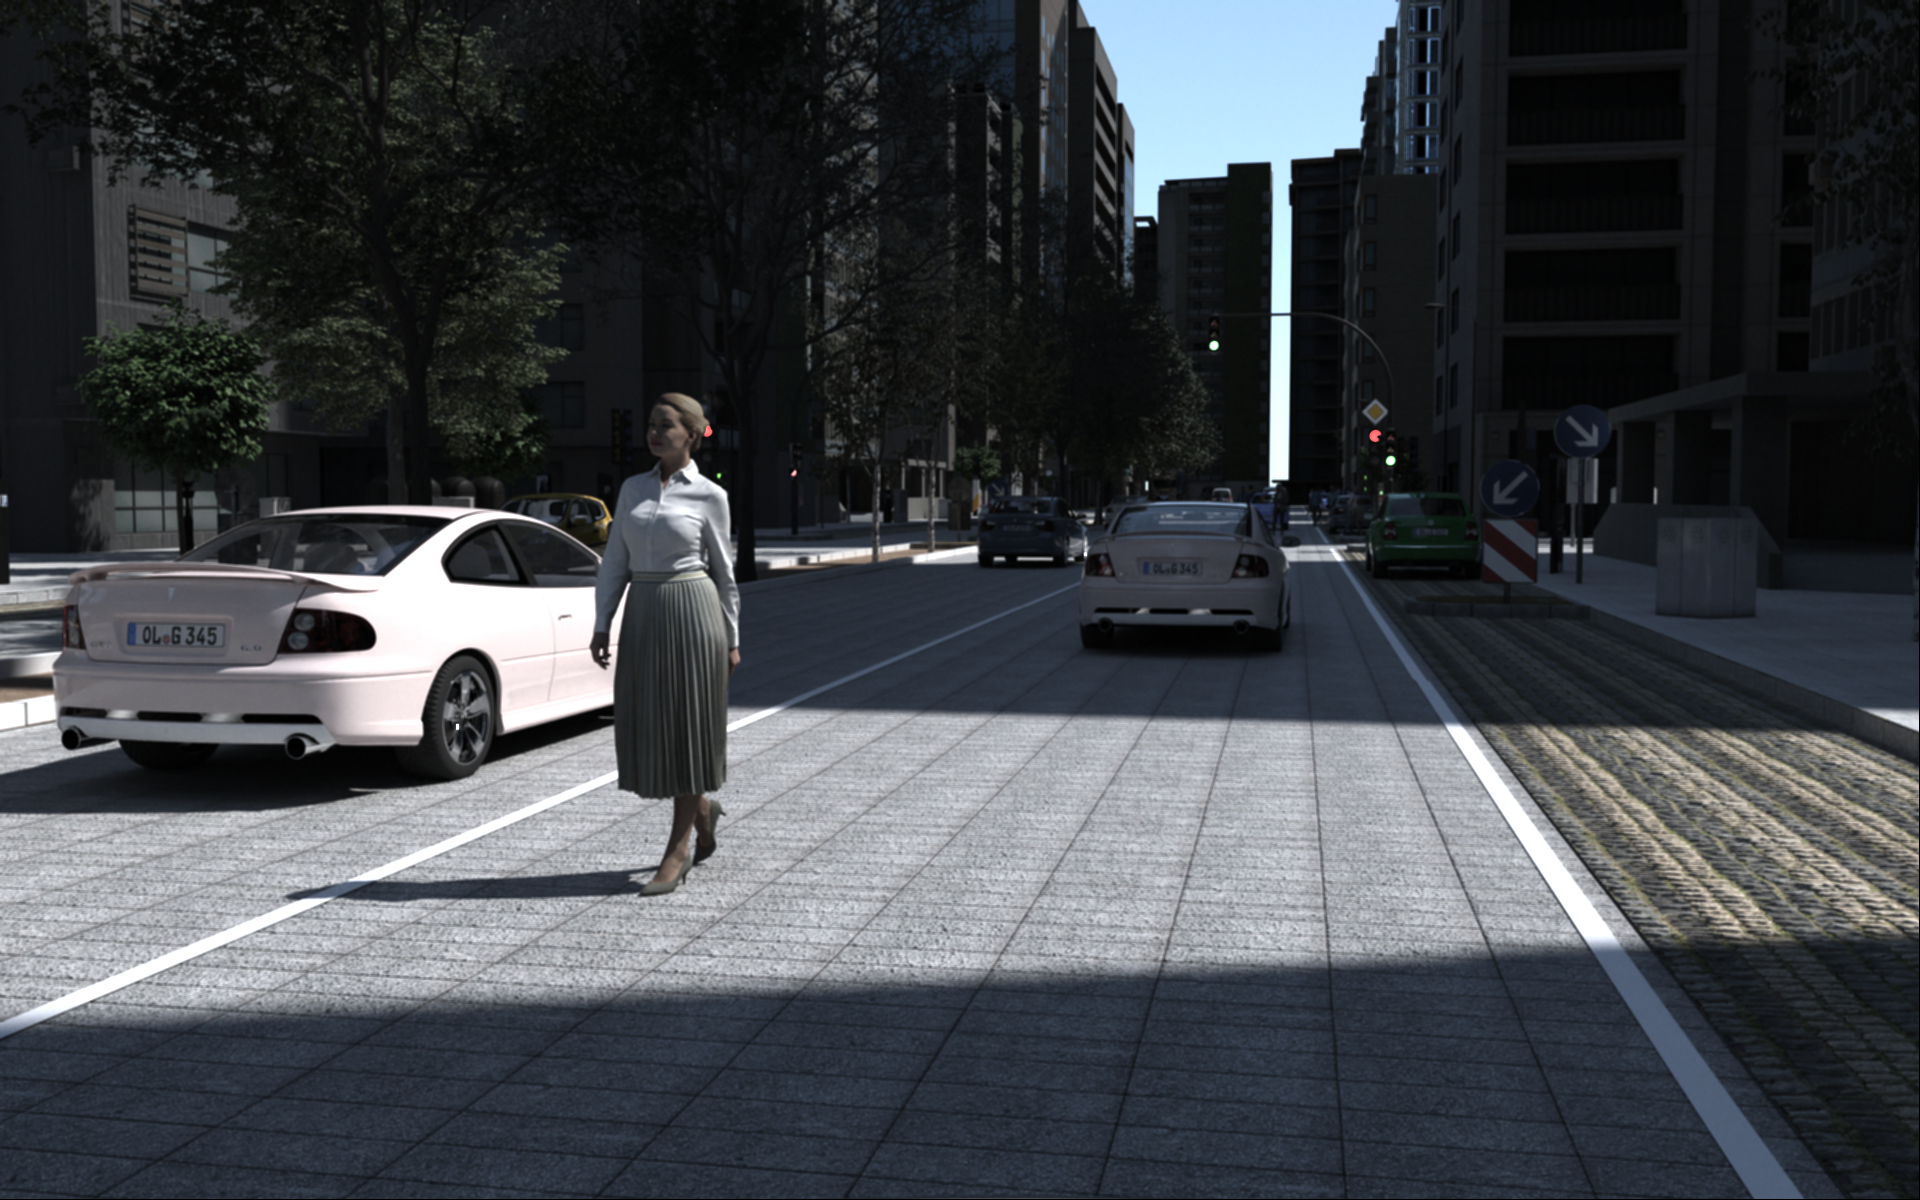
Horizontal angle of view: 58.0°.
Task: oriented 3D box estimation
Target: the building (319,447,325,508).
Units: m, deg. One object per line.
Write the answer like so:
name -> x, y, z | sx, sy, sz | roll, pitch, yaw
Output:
building -> -28.328, -25.393, 65.294 | 14.200, 45.320, 14.600 | 1, 4, 11

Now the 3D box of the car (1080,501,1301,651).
car -> 2.333, -0.302, 17.297 | 2.083, 1.381, 4.827 | 1, 4, 12

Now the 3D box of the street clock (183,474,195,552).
street clock -> -17.226, -2.082, 38.619 | 0.471, 2.002, 0.358 | -3, 5, -41

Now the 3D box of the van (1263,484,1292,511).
van -> 17.971, -5.628, 99.026 | 2.013, 2.044, 4.112 | 1, 4, 9

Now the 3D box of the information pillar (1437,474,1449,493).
information pillar -> 17.433, -3.553, 62.580 | 0.304, 2.012, 0.304 | -1, 4, -13

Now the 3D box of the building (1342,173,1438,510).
building -> 37.968, -15.950, 105.822 | 27.650, 21.520, 28.899 | 1, 4, 11

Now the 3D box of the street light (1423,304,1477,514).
street light -> 12.002, -4.270, 42.360 | 1.470, 5.913, 1.316 | 1, 4, 11

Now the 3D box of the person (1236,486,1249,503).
person -> 12.808, -4.257, 78.445 | 0.601, 1.785, 0.444 | 1, 4, 15

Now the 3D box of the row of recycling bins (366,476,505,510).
row of recycling bins -> -11.911, -1.991, 39.665 | 1.069, 1.692, 3.534 | 3, 4, 36

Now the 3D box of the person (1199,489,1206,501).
person -> 20.010, -8.171, 142.113 | 0.705, 1.823, 1.348 | -2, 4, -32

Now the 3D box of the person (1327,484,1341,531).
person -> 14.324, -3.524, 66.135 | 0.660, 1.820, 0.620 | 2, 4, 30

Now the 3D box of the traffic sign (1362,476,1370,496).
traffic sign -> 22.320, -5.773, 94.497 | 0.768, 2.556, 0.104 | 1, 4, 19

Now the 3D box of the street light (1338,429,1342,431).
street light -> 27.812, -9.292, 124.466 | 1.470, 5.913, 1.316 | 1, 4, 11

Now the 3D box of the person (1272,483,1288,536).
person -> 10.871, -3.068, 58.850 | 0.537, 1.800, 0.526 | 2, 4, 33

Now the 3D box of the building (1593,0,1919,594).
building -> 27.963, -20.421, 25.758 | 32.217, 40.220, 23.993 | 1, 4, 11

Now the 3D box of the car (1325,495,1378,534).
car -> 14.270, -3.110, 62.850 | 2.014, 1.417, 4.499 | 1, 4, 11

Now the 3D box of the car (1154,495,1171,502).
car -> 18.443, -8.838, 157.082 | 1.945, 1.354, 3.894 | 1, 4, 12

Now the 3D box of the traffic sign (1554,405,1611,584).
traffic sign -> 8.884, -1.509, 24.774 | 0.768, 2.556, 0.104 | 1, 4, 19

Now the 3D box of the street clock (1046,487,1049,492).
street clock -> 6.175, -7.178, 121.924 | 0.471, 2.002, 0.358 | -2, 4, -33

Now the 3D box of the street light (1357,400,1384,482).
street light -> 20.288, -6.905, 85.439 | 1.470, 5.913, 1.316 | 1, 4, 11

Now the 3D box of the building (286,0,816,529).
building -> -13.949, -23.186, 62.686 | 14.154, 41.232, 14.086 | 1, 4, 11

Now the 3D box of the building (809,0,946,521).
building -> -17.615, -24.405, 90.905 | 32.217, 40.220, 23.993 | 1, 4, 11

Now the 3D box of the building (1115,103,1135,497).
building -> 11.922, -33.396, 196.128 | 14.200, 45.320, 14.600 | 1, 4, 11

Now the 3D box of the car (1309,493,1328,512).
car -> 28.451, -7.750, 136.302 | 1.945, 1.707, 3.694 | 1, 4, 9

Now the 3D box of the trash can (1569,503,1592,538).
trash can -> 18.262, -2.405, 50.976 | 0.748, 1.137, 0.748 | 0, 3, 0

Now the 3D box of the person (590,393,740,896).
person -> -1.043, 0.141, 6.417 | 0.478, 1.798, 0.641 | 2, 4, 25

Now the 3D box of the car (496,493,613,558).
car -> -7.334, -1.240, 30.495 | 2.015, 1.641, 3.980 | 1, 4, 9

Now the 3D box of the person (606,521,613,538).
person -> -2.880, -0.094, 15.045 | 0.382, 1.210, 0.505 | -3, 5, -44

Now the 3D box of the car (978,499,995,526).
car -> 1.942, -3.569, 70.718 | 2.083, 1.381, 4.827 | 1, 4, 10

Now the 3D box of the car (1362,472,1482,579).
car -> 8.104, -1.326, 30.476 | 1.959, 1.807, 4.718 | 1, 4, 11

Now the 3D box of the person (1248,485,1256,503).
person -> 12.987, -4.182, 76.839 | 0.822, 1.834, 0.622 | 2, 4, 29

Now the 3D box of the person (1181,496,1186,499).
person -> 25.728, -11.770, 200.881 | 1.348, 1.831, 0.705 | -3, 4, -37

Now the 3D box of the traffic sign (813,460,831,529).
traffic sign -> -5.083, -3.898, 63.833 | 0.768, 2.556, 0.104 | 1, 4, 14

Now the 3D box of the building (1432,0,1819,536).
building -> 27.734, -37.914, 58.151 | 20.611, 71.187, 20.563 | 1, 4, 11

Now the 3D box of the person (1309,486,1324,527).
person -> 15.560, -4.088, 75.677 | 0.444, 1.785, 0.601 | -3, 5, -39

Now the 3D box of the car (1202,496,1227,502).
car -> 17.204, -6.442, 117.912 | 1.945, 1.354, 3.894 | 1, 4, 9

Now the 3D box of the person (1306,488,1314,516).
person -> 22.946, -6.392, 113.234 | 0.478, 1.798, 0.641 | -3, 5, -40

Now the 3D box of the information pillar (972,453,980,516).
information pillar -> 0.914, -6.620, 99.595 | 0.504, 3.616, 0.183 | 3, 5, 44

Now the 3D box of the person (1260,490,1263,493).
person -> 19.859, -6.405, 114.052 | 0.563, 1.720, 0.643 | 2, 4, 32

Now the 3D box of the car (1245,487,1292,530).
car -> 12.461, -3.703, 70.128 | 1.945, 1.707, 3.694 | 1, 4, 11

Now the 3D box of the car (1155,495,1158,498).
car -> 19.291, -9.296, 164.350 | 2.083, 1.381, 4.827 | 1, 4, 12

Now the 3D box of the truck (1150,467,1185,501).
truck -> 21.116, -11.410, 175.463 | 2.839, 4.237, 11.283 | 1, 4, 12

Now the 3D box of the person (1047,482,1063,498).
person -> 3.281, -3.186, 60.397 | 0.655, 1.846, 0.447 | 2, 4, 31

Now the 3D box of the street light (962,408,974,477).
street light -> 0.663, -7.330, 92.388 | 1.470, 5.913, 1.316 | 1, 4, 11

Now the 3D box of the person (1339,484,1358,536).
person -> 12.328, -2.796, 54.894 | 0.598, 1.740, 0.731 | 1, 4, 10

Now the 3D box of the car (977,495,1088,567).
car -> 1.505, -1.421, 35.235 | 2.014, 1.417, 4.499 | 1, 4, 12

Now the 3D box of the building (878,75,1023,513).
building -> -3.556, -21.490, 123.069 | 14.160, 30.474, 14.107 | 1, 4, 11

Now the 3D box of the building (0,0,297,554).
building -> -23.853, -22.038, 43.916 | 14.086, 41.232, 14.154 | 1, 4, 11

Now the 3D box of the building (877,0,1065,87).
building -> 0.462, -29.742, 136.390 | 14.600, 45.320, 14.200 | 1, 4, 11

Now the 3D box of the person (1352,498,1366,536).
person -> 12.257, -2.476, 53.247 | 0.475, 1.303, 0.640 | -2, 4, -25

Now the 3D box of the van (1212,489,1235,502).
van -> 20.035, -7.677, 132.533 | 2.013, 2.044, 4.112 | 1, 4, 10

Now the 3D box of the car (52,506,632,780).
car -> -3.078, 0.132, 10.200 | 2.083, 1.381, 4.827 | 1, 4, 13

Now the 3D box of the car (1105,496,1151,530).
car -> 6.893, -3.484, 69.329 | 2.083, 1.381, 4.827 | 1, 4, 12

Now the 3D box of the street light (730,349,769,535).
street light -> -6.665, -5.014, 54.513 | 1.470, 5.913, 1.316 | 1, 4, 11
